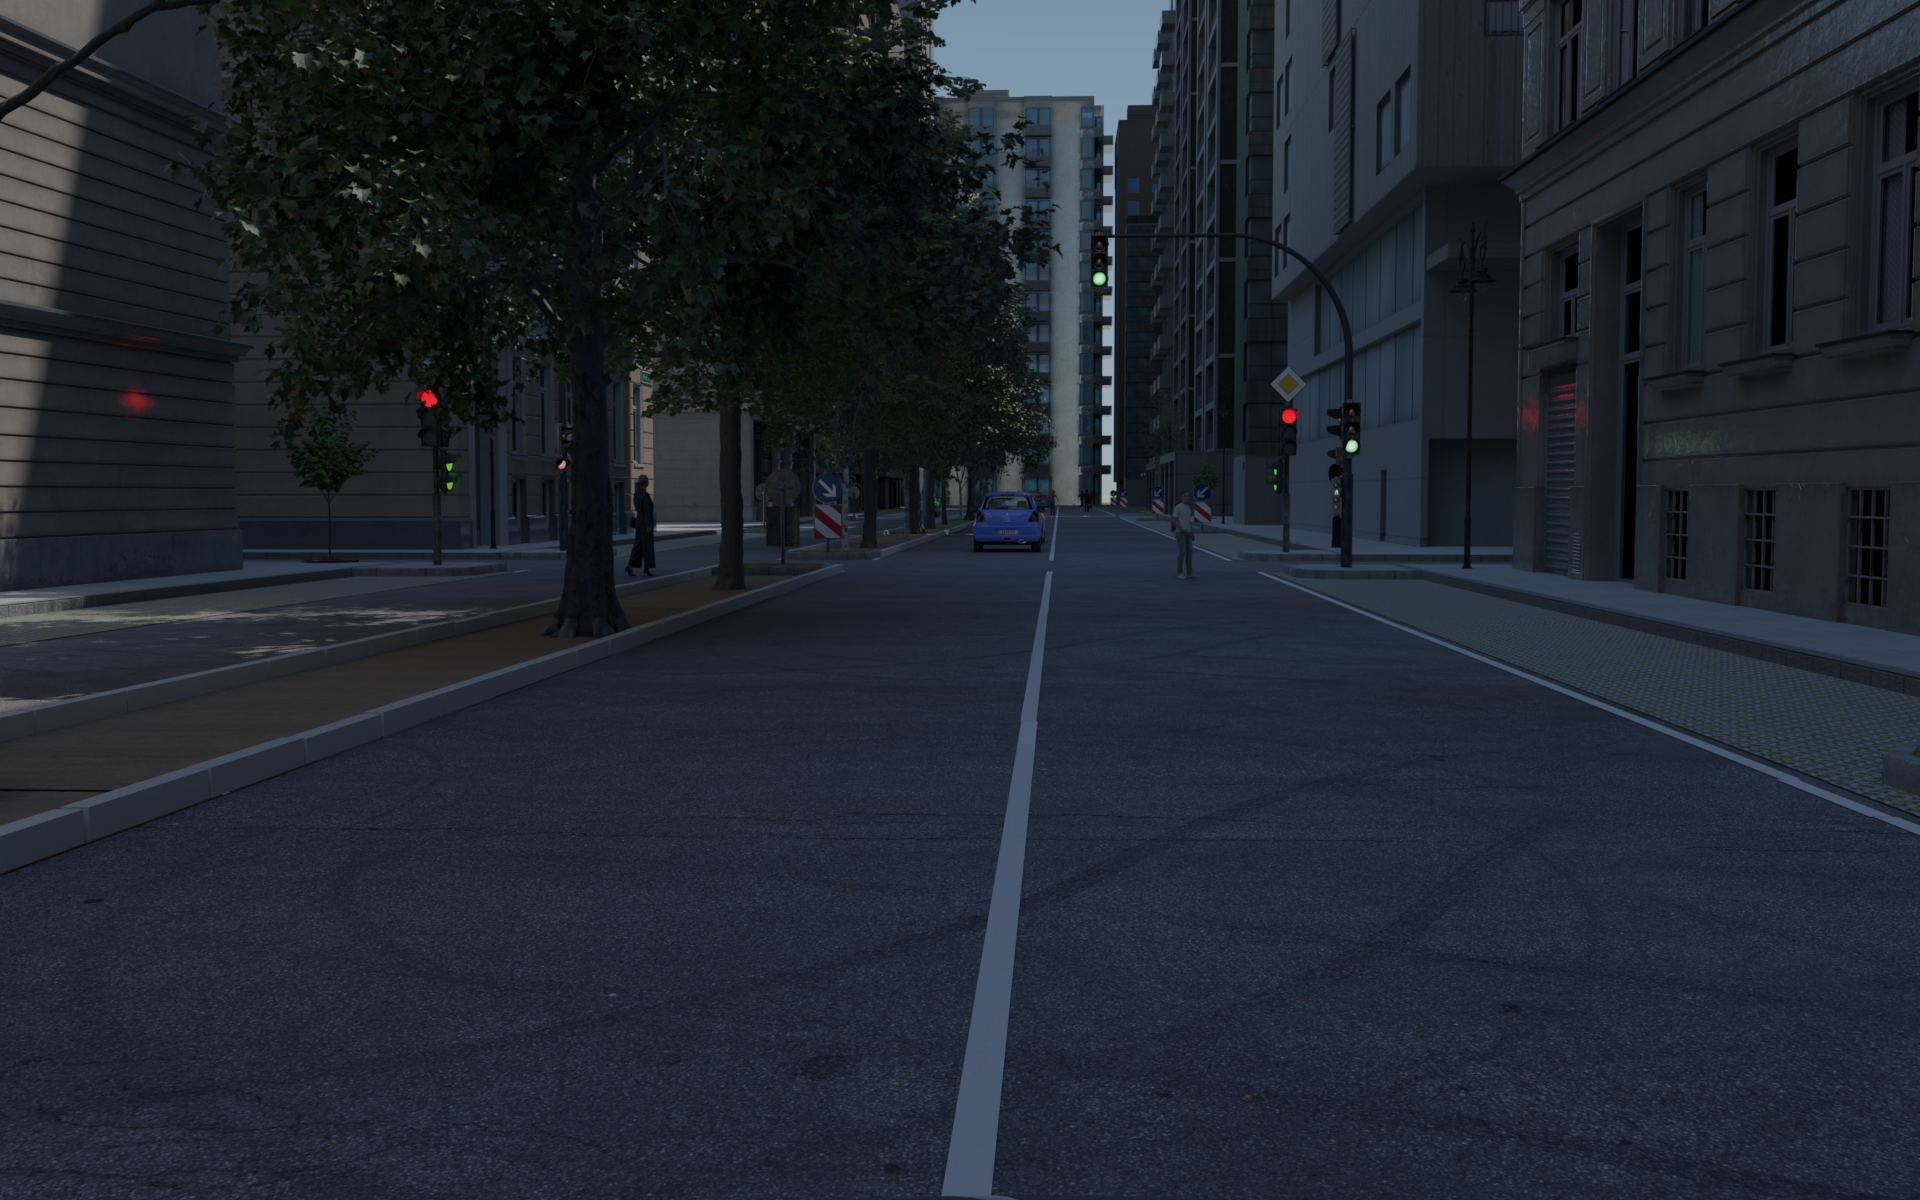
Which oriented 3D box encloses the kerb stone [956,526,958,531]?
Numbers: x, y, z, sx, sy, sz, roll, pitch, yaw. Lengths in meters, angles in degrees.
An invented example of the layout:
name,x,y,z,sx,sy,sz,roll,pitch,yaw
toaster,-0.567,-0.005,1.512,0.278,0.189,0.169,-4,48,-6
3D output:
name,x,y,z,sx,sy,sz,roll,pitch,yaw
kerb stone,-0.262,-2.646,65.456,0.120,0.150,1.000,0,4,3

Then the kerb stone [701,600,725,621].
name,x,y,z,sx,sy,sz,roll,pitch,yaw
kerb stone,-2.891,0.140,19.903,0.120,0.150,1.000,0,4,3

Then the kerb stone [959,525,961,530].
name,x,y,z,sx,sy,sz,roll,pitch,yaw
kerb stone,-0.149,-2.771,67.498,0.120,0.150,1.000,0,4,3

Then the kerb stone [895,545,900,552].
name,x,y,z,sx,sy,sz,roll,pitch,yaw
kerb stone,-1.626,-1.203,41.907,0.120,0.150,1.000,0,4,3

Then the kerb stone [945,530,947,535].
name,x,y,z,sx,sy,sz,roll,pitch,yaw
kerb stone,-0.619,-2.270,59.320,0.120,0.150,1.000,0,4,3

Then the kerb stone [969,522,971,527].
name,x,y,z,sx,sy,sz,roll,pitch,yaw
kerb stone,0.266,-3.209,74.666,0.120,0.150,1.000,0,4,3

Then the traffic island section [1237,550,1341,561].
name,x,y,z,sx,sy,sz,roll,pitch,yaw
traffic island section,7.230,-0.979,38.289,2.009,0.180,2.903,0,4,3

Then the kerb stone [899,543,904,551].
name,x,y,z,sx,sy,sz,roll,pitch,yaw
kerb stone,-1.566,-1.268,42.928,0.120,0.150,1.000,0,4,3

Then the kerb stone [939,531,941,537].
name,x,y,z,sx,sy,sz,roll,pitch,yaw
kerb stone,-0.793,-2.081,56.249,0.120,0.150,1.000,0,4,3

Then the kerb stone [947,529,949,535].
name,x,y,z,sx,sy,sz,roll,pitch,yaw
kerb stone,-0.554,-2.327,60.341,0.120,0.150,1.000,0,4,3

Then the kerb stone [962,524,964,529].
name,x,y,z,sx,sy,sz,roll,pitch,yaw
kerb stone,-0.025,-2.896,69.546,0.120,0.150,1.000,0,4,3

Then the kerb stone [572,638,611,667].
name,x,y,z,sx,sy,sz,roll,pitch,yaw
kerb stone,-3.186,0.460,14.779,0.120,0.150,1.000,0,4,3

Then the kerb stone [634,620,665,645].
name,x,y,z,sx,sy,sz,roll,pitch,yaw
kerb stone,-3.066,0.328,16.831,0.120,0.150,1.000,0,4,3

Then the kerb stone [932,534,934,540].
name,x,y,z,sx,sy,sz,roll,pitch,yaw
kerb stone,-0.978,-1.893,53.173,0.120,0.150,1.000,0,4,3

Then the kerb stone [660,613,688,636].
name,x,y,z,sx,sy,sz,roll,pitch,yaw
kerb stone,-3.003,0.265,17.857,0.120,0.150,1.000,0,4,3

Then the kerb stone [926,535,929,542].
name,x,y,z,sx,sy,sz,roll,pitch,yaw
kerb stone,-1.094,-1.769,51.126,0.120,0.150,1.000,0,4,3

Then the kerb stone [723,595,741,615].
name,x,y,z,sx,sy,sz,roll,pitch,yaw
kerb stone,-2.828,0.079,20.931,0.120,0.150,1.000,0,4,3

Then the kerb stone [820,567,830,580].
name,x,y,z,sx,sy,sz,roll,pitch,yaw
kerb stone,-2.359,-0.423,29.119,0.120,0.150,1.000,0,4,3

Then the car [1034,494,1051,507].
name,x,y,z,sx,sy,sz,roll,pitch,yaw
car,7.979,-9.320,164.379,2.014,1.417,4.499,0,4,3

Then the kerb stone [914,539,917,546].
name,x,y,z,sx,sy,sz,roll,pitch,yaw
kerb stone,-1.341,-1.518,47.013,0.120,0.150,1.000,0,4,3

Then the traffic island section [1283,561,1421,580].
name,x,y,z,sx,sy,sz,roll,pitch,yaw
traffic island section,6.771,-0.491,30.317,2.009,0.180,2.903,0,4,3

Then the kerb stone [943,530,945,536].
name,x,y,z,sx,sy,sz,roll,pitch,yaw
kerb stone,-0.682,-2.208,58.292,0.120,0.150,1.000,0,4,3

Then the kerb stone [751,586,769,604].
name,x,y,z,sx,sy,sz,roll,pitch,yaw
kerb stone,-2.717,-0.048,22.973,0.120,0.150,1.000,0,4,3

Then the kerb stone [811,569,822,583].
name,x,y,z,sx,sy,sz,roll,pitch,yaw
kerb stone,-2.416,-0.361,28.099,0.120,0.150,1.000,0,4,3

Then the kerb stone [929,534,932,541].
name,x,y,z,sx,sy,sz,roll,pitch,yaw
kerb stone,-1.030,-1.832,52.146,0.120,0.150,1.000,0,4,3

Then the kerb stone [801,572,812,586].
name,x,y,z,sx,sy,sz,roll,pitch,yaw
kerb stone,-2.480,-0.298,27.071,0.120,0.150,1.000,0,4,3

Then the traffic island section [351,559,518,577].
name,x,y,z,sx,sy,sz,roll,pitch,yaw
traffic island section,-9.443,-0.549,31.253,2.009,0.180,2.903,0,4,3

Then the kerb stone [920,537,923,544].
name,x,y,z,sx,sy,sz,roll,pitch,yaw
kerb stone,-1.211,-1.644,49.071,0.120,0.150,1.000,0,4,3

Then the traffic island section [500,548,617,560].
name,x,y,z,sx,sy,sz,roll,pitch,yaw
traffic island section,-8.984,-1.036,39.224,2.009,0.180,2.903,0,4,3

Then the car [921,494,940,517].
name,x,y,z,sx,sy,sz,roll,pitch,yaw
car,-2.178,-6.032,107.425,1.959,1.807,4.718,0,4,2

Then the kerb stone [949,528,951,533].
name,x,y,z,sx,sy,sz,roll,pitch,yaw
kerb stone,-0.499,-2.396,61.363,0.120,0.150,1.000,0,4,3

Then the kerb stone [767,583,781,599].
name,x,y,z,sx,sy,sz,roll,pitch,yaw
kerb stone,-2.656,-0.105,23.999,0.120,0.150,1.000,0,4,3

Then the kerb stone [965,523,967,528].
name,x,y,z,sx,sy,sz,roll,pitch,yaw
kerb stone,0.088,-3.021,71.587,0.120,0.150,1.000,0,4,3

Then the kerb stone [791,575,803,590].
name,x,y,z,sx,sy,sz,roll,pitch,yaw
kerb stone,-2.533,-0.234,26.050,0.120,0.150,1.000,0,4,3

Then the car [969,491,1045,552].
name,x,y,z,sx,sy,sz,roll,pitch,yaw
car,1.197,-2.097,43.874,1.945,1.707,3.694,0,4,1

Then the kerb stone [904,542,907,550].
name,x,y,z,sx,sy,sz,roll,pitch,yaw
kerb stone,-1.504,-1.330,43.948,0.120,0.150,1.000,0,4,3

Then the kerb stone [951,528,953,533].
name,x,y,z,sx,sy,sz,roll,pitch,yaw
kerb stone,-0.450,-2.457,62.394,0.120,0.150,1.000,0,4,3

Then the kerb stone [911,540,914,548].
name,x,y,z,sx,sy,sz,roll,pitch,yaw
kerb stone,-1.386,-1.455,45.992,0.120,0.150,1.000,0,4,3

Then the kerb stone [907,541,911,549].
name,x,y,z,sx,sy,sz,roll,pitch,yaw
kerb stone,-1.450,-1.393,44.969,0.120,0.150,1.000,0,4,3

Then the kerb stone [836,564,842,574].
name,x,y,z,sx,sy,sz,roll,pitch,yaw
kerb stone,-2.238,-0.547,31.169,0.120,0.150,1.000,0,4,3

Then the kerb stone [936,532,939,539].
name,x,y,z,sx,sy,sz,roll,pitch,yaw
kerb stone,-0.854,-2.020,55.219,0.120,0.150,1.000,0,4,3

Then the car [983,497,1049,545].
name,x,y,z,sx,sy,sz,roll,pitch,yaw
car,1.538,-2.339,50.612,2.083,1.381,4.827,0,4,4

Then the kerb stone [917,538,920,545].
name,x,y,z,sx,sy,sz,roll,pitch,yaw
kerb stone,-1.272,-1.581,48.040,0.120,0.150,1.000,0,4,3

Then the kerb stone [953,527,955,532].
name,x,y,z,sx,sy,sz,roll,pitch,yaw
kerb stone,-0.382,-2.521,63.413,0.120,0.150,1.000,0,4,3

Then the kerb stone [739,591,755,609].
name,x,y,z,sx,sy,sz,roll,pitch,yaw
kerb stone,-2.773,0.017,21.951,0.120,0.150,1.000,0,4,3

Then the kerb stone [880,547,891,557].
name,x,y,z,sx,sy,sz,roll,pitch,yaw
kerb stone,-1.748,-1.080,39.852,0.120,0.150,1.000,0,4,3

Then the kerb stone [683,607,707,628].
name,x,y,z,sx,sy,sz,roll,pitch,yaw
kerb stone,-2.950,0.207,18.883,0.120,0.150,1.000,0,4,3

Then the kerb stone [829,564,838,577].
name,x,y,z,sx,sy,sz,roll,pitch,yaw
kerb stone,-2.297,-0.486,30.144,0.120,0.150,1.000,0,4,3

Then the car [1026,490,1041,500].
name,x,y,z,sx,sy,sz,roll,pitch,yaw
car,7.694,-10.558,181.299,2.281,1.827,5.304,0,4,2

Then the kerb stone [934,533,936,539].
name,x,y,z,sx,sy,sz,roll,pitch,yaw
kerb stone,-0.920,-1.957,54.199,0.120,0.150,1.000,0,4,3

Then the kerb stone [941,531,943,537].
name,x,y,z,sx,sy,sz,roll,pitch,yaw
kerb stone,-0.735,-2.145,57.271,0.120,0.150,1.000,0,4,3

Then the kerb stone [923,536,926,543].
name,x,y,z,sx,sy,sz,roll,pitch,yaw
kerb stone,-1.150,-1.707,50.103,0.120,0.150,1.000,0,4,3

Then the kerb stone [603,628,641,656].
name,x,y,z,sx,sy,sz,roll,pitch,yaw
kerb stone,-3.119,0.394,15.805,0.120,0.150,1.000,0,4,3

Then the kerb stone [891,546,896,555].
name,x,y,z,sx,sy,sz,roll,pitch,yaw
kerb stone,-1.682,-1.143,40.886,0.120,0.150,1.000,0,4,3

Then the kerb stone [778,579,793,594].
name,x,y,z,sx,sy,sz,roll,pitch,yaw
kerb stone,-2.590,-0.173,25.030,0.120,0.150,1.000,0,4,3
